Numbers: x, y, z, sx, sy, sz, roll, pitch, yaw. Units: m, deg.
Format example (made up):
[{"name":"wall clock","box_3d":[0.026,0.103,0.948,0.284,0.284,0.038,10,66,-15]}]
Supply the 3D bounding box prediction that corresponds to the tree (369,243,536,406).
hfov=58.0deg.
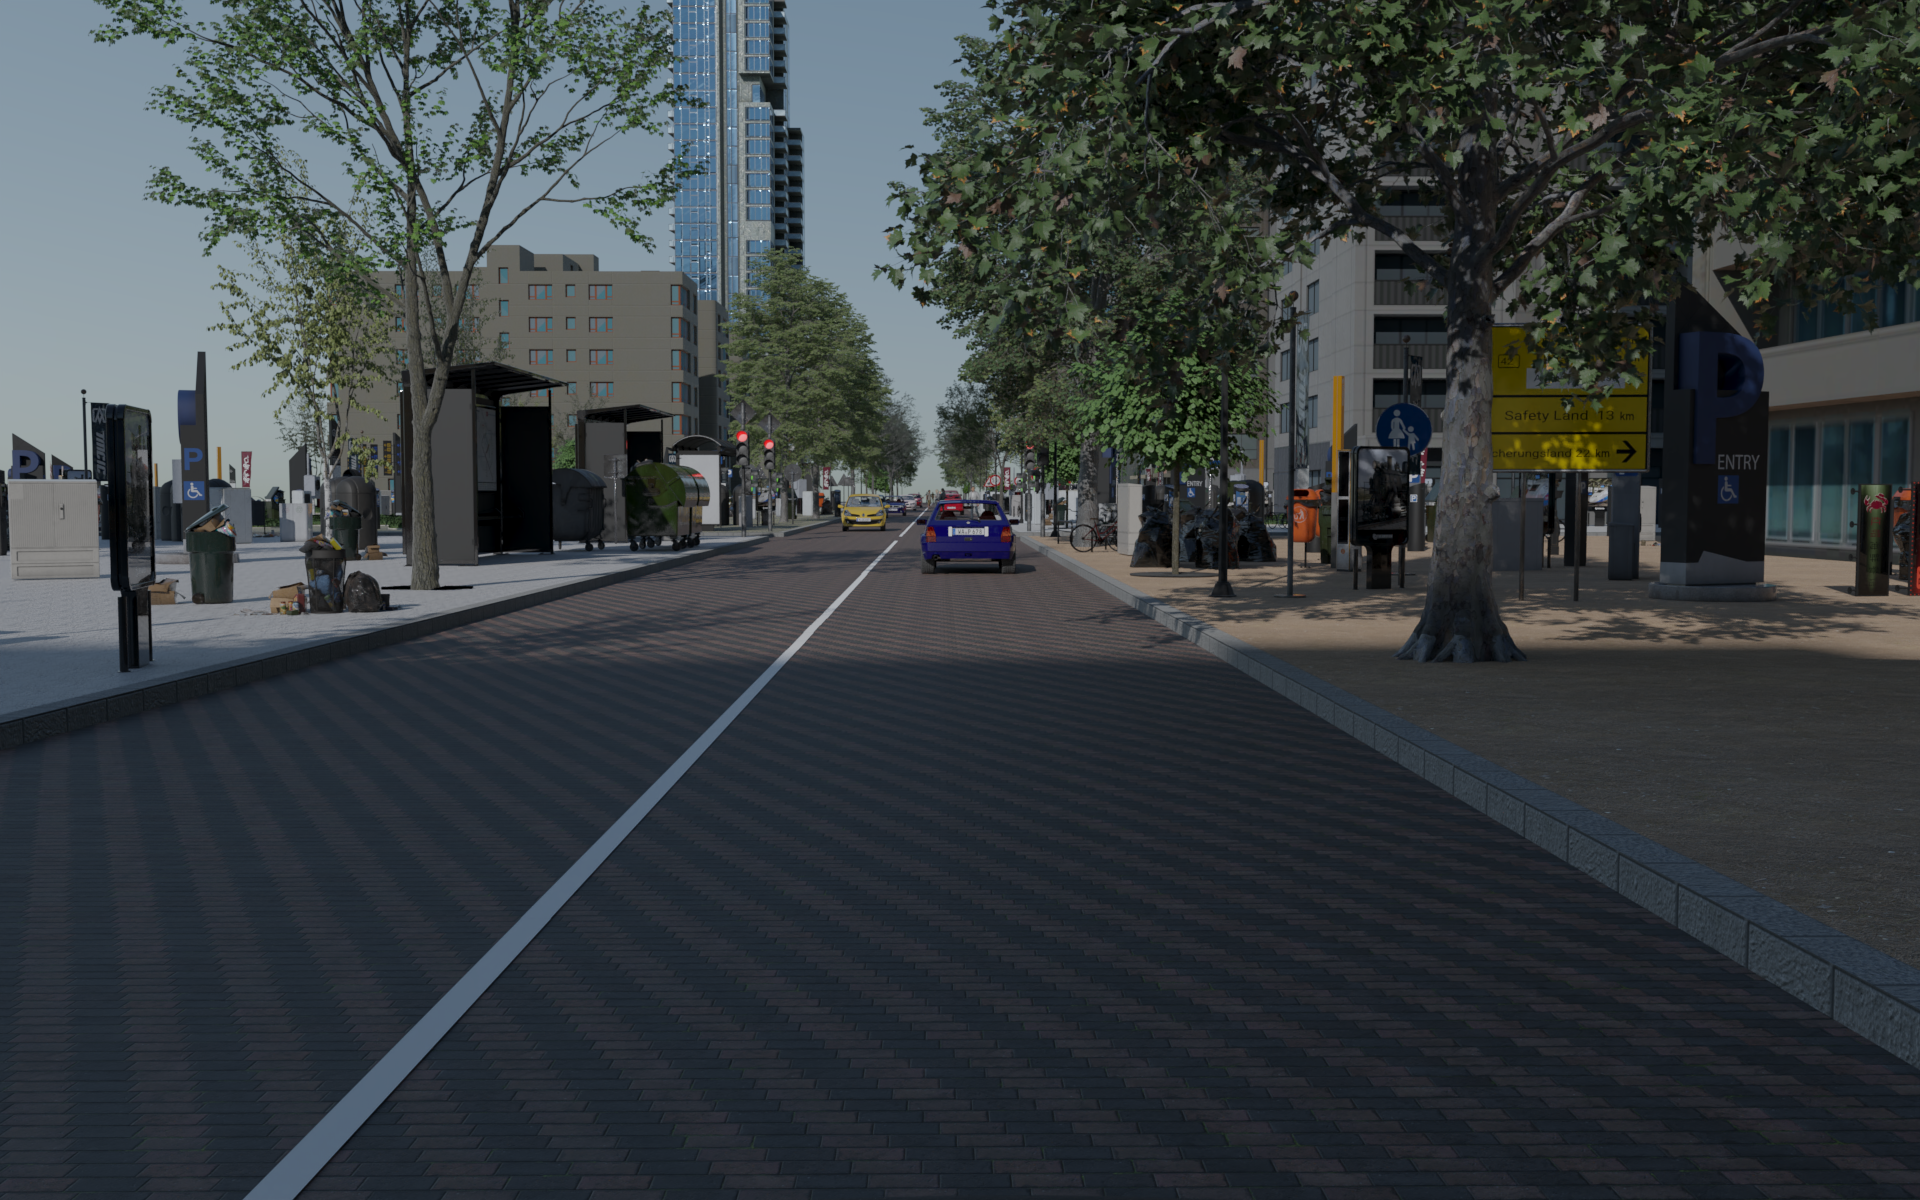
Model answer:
[{"name":"tree","box_3d":[-14.138,-5.976,48.066,4.360,8.622,3.978,0,3,0]}]

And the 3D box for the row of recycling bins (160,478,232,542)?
[{"name":"row of recycling bins","box_3d":[-20.643,-2.425,46.765,1.069,1.692,3.534,-3,5,-44]}]

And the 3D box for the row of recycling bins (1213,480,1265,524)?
[{"name":"row of recycling bins","box_3d":[8.264,-2.661,50.627,1.069,1.692,3.534,0,4,0]}]

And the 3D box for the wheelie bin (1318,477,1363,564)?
[{"name":"wheelie bin","box_3d":[6.996,-1.461,31.791,0.980,1.594,0.693,3,5,43]}]

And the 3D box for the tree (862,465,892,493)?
[{"name":"tree","box_3d":[-9.082,-12.563,189.122,4.285,4.588,4.351,0,3,0]}]

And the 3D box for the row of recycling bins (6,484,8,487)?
[{"name":"row of recycling bins","box_3d":[-53.453,-5.563,98.062,1.069,1.692,3.534,2,4,34]}]

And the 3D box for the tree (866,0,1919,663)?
[{"name":"tree","box_3d":[4.047,-5.883,13.190,9.611,12.733,9.660,0,3,0]}]

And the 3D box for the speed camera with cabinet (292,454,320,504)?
[{"name":"speed camera with cabinet","box_3d":[-31.710,-5.486,84.035,0.660,3.252,2.038,0,4,3]}]

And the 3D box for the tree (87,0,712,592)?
[{"name":"tree","box_3d":[-7.072,-5.953,23.082,9.928,11.665,9.643,0,3,0]}]

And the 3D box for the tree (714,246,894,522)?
[{"name":"tree","box_3d":[-7.885,-9.897,79.936,7.486,12.596,7.792,0,3,0]}]

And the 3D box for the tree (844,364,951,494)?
[{"name":"tree","box_3d":[-8.103,-15.282,160.227,12.009,13.543,11.850,0,3,0]}]

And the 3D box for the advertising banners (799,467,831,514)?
[{"name":"advertising banners","box_3d":[-9.287,-7.028,111.100,2.074,3.025,0.090,-1,4,-19]}]

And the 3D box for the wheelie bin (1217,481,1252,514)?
[{"name":"wheelie bin","box_3d":[6.891,-2.182,43.576,0.980,1.594,0.693,3,5,43]}]

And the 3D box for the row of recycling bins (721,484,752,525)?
[{"name":"row of recycling bins","box_3d":[-10.267,-3.914,71.113,3.534,1.692,1.069,0,4,2]}]

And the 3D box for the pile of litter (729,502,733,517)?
[{"name":"pile of litter","box_3d":[-12.610,-5.103,97.399,1.176,0.858,1.719,0,4,4]}]

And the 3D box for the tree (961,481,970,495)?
[{"name":"tree","box_3d":[0.844,-16.812,269.478,1.663,3.219,1.824,0,3,0]}]

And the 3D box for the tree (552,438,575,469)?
[{"name":"tree","box_3d":[-19.010,-6.325,87.120,4.285,4.588,4.351,0,3,0]}]

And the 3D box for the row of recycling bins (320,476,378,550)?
[{"name":"row of recycling bins","box_3d":[-14.573,-2.079,41.103,1.069,1.692,3.534,-2,4,-27]}]

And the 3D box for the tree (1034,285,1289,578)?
[{"name":"tree","box_3d":[3.448,-2.650,27.041,4.285,4.588,4.351,0,3,0]}]

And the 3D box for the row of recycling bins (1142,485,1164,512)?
[{"name":"row of recycling bins","box_3d":[9.636,-4.488,80.495,3.534,1.692,1.069,-3,5,-40]}]

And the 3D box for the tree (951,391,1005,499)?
[{"name":"tree","box_3d":[1.200,-17.816,201.658,12.009,13.543,11.850,0,3,0]}]

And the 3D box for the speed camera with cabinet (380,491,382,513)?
[{"name":"speed camera with cabinet","box_3d":[-27.906,-5.289,80.811,0.660,3.252,2.038,1,4,21]}]

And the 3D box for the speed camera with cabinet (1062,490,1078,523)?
[{"name":"speed camera with cabinet","box_3d":[4.252,-5.005,76.171,2.038,3.252,0.660,0,4,-3]}]

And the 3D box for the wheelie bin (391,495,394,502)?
[{"name":"wheelie bin","box_3d":[-27.062,-4.657,84.043,0.980,1.594,0.693,-2,4,-30]}]

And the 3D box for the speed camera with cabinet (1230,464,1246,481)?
[{"name":"speed camera with cabinet","box_3d":[13.168,-5.280,80.662,0.660,3.252,2.038,2,4,28]}]

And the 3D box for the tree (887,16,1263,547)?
[{"name":"tree","box_3d":[3.107,-8.269,41.848,9.857,13.997,8.962,0,3,0]}]

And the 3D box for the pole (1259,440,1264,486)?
[{"name":"pole","box_3d":[11.405,-4.382,65.492,0.158,3.312,0.155,0,3,0]}]

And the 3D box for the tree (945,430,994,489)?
[{"name":"tree","box_3d":[1.267,-20.411,251.848,7.486,12.596,7.792,0,3,0]}]

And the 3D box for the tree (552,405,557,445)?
[{"name":"tree","box_3d":[-25.433,-8.953,96.740,4.360,8.622,3.978,0,3,0]}]

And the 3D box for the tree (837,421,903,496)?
[{"name":"tree","box_3d":[-9.193,-14.614,173.355,8.767,10.594,7.601,1,4,16]}]

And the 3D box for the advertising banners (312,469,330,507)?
[{"name":"advertising banners","box_3d":[-44.737,-7.630,120.932,2.074,3.025,0.090,-3,5,-44]}]

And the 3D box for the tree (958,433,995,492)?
[{"name":"tree","box_3d":[1.908,-12.716,158.263,4.360,8.622,3.978,0,3,0]}]

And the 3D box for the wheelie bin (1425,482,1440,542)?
[{"name":"wheelie bin","box_3d":[12.749,-2.327,45.952,0.693,1.594,0.980,-1,4,-12]}]

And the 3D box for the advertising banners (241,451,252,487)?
[{"name":"advertising banners","box_3d":[-29.791,-4.565,70.820,2.074,3.025,0.090,1,4,16]}]

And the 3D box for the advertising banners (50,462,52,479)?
[{"name":"advertising banners","box_3d":[-48.153,-5.839,91.657,0.090,3.025,2.074,-2,4,-30]}]

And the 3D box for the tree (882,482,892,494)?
[{"name":"tree","box_3d":[-8.761,-13.097,208.731,1.663,3.219,1.824,0,3,0]}]

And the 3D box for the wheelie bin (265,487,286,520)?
[{"name":"wheelie bin","box_3d":[-28.724,-3.964,72.716,0.693,1.594,0.980,-3,5,-45]}]

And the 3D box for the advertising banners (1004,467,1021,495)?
[{"name":"advertising banners","box_3d":[3.779,-7.079,111.927,2.074,3.025,0.090,0,4,6]}]

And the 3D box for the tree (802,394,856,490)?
[{"name":"tree","box_3d":[-8.044,-9.044,98.229,4.360,8.622,3.978,0,3,0]}]

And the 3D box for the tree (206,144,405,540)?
[{"name":"tree","box_3d":[-13.516,-5.276,36.625,4.737,8.622,4.395,0,3,0]}]

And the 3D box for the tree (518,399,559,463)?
[{"name":"tree","box_3d":[-32.426,-11.036,130.803,4.737,8.622,4.395,0,3,0]}]

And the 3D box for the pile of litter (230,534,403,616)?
[{"name":"pile of litter","box_3d":[-6.988,-0.299,18.854,1.719,0.858,1.176,-1,4,-14]}]

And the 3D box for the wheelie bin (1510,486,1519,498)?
[{"name":"wheelie bin","box_3d":[32.510,-5.658,100.411,0.980,1.594,0.693,-3,4,-37]}]

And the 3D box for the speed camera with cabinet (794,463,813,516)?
[{"name":"speed camera with cabinet","box_3d":[-9.102,-6.610,102.404,0.660,3.252,2.038,-3,4,-37]}]

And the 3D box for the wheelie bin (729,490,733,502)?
[{"name":"wheelie bin","box_3d":[-16.239,-6.851,119.914,0.980,1.594,0.693,-2,4,-29]}]

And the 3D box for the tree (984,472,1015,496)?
[{"name":"tree","box_3d":[3.053,-8.053,126.274,1.663,3.219,1.824,0,3,0]}]

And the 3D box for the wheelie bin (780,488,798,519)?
[{"name":"wheelie bin","box_3d":[-8.702,-4.880,87.702,0.980,1.594,0.693,-3,5,-40]}]

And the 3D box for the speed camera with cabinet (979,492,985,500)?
[{"name":"speed camera with cabinet","box_3d":[2.528,-8.406,131.776,2.038,3.252,0.660,-1,4,-13]}]

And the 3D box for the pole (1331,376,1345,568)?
[{"name":"pole","box_3d":[6.537,-2.210,29.971,0.158,3.312,0.155,0,3,0]}]

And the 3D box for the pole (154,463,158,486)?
[{"name":"pole","box_3d":[-53.218,-7.393,114.717,0.158,3.312,0.155,0,3,0]}]

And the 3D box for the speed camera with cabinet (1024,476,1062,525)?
[{"name":"speed camera with cabinet","box_3d":[3.387,-4.789,72.628,0.660,3.252,2.038,-2,4,-27]}]

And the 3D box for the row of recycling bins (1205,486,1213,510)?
[{"name":"row of recycling bins","box_3d":[15.551,-5.853,102.805,3.534,1.692,1.069,2,4,24]}]

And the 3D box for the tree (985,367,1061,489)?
[{"name":"tree","box_3d":[3.506,-8.368,87.181,4.737,8.622,4.395,0,3,0]}]

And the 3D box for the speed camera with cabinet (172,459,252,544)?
[{"name":"speed camera with cabinet","box_3d":[-18.996,-3.038,44.002,0.660,3.252,2.038,1,4,23]}]

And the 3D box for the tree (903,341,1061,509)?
[{"name":"tree","box_3d":[2.238,-10.095,99.463,8.767,10.594,7.601,1,4,16]}]

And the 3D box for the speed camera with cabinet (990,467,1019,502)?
[{"name":"speed camera with cabinet","box_3d":[3.303,-8.219,128.723,2.038,3.252,0.660,1,4,10]}]

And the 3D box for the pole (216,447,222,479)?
[{"name":"pole","box_3d":[-31.886,-4.939,74.600,0.158,3.312,0.155,0,3,0]}]
